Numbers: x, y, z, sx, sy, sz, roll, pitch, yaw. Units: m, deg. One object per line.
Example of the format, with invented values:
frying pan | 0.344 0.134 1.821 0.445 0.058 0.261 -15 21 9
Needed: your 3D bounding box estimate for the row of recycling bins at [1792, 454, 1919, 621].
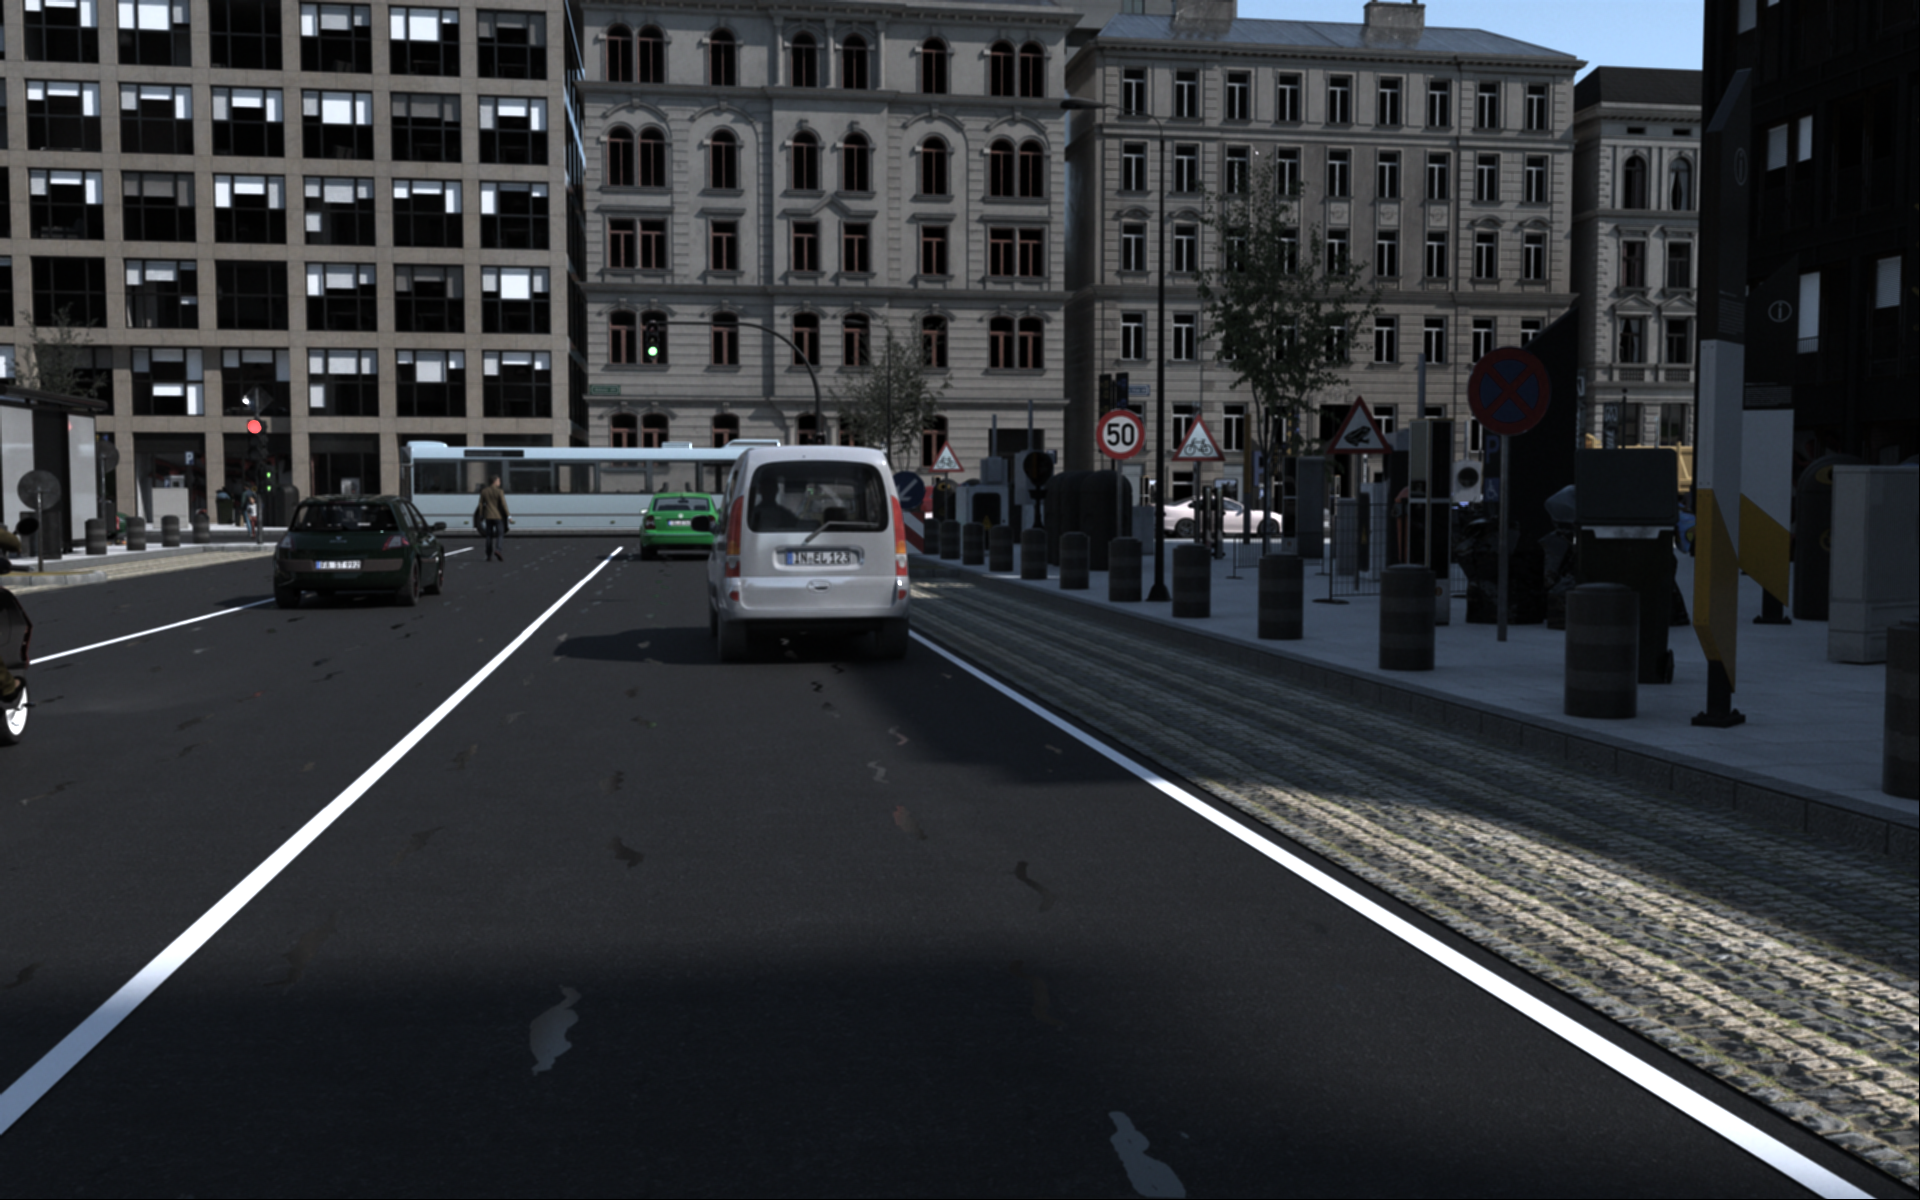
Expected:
row of recycling bins | 9.640 -0.579 16.584 1.069 1.692 3.534 -2 4 -27

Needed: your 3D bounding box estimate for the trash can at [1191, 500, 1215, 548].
trash can | 5.890 -1.814 41.306 0.748 1.137 0.748 0 3 0

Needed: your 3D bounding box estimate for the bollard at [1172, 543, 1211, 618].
bollard | 2.417 -0.205 18.076 0.404 0.777 0.398 0 3 0

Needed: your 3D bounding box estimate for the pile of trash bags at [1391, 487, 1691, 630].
pile of trash bags | 5.751 -0.491 17.787 1.912 1.369 3.447 -2 4 -31

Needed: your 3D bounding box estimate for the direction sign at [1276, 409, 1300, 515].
direction sign | 8.879 -3.322 46.318 0.379 3.537 0.876 2 4 34

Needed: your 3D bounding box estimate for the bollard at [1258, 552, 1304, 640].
bollard | 2.852 -0.042 15.397 0.404 0.777 0.398 0 3 0

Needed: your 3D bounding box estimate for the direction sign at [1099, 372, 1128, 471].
direction sign | 2.883 -2.483 32.597 0.379 3.537 0.876 -2 4 -32

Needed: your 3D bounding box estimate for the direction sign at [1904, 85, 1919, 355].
direction sign | 5.580 -1.063 9.385 0.379 3.537 0.876 -3 5 -42

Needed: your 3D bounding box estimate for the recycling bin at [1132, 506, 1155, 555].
recycling bin | 3.610 -1.465 36.511 0.722 1.027 0.722 -3 4 -37

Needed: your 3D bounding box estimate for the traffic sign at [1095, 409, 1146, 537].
traffic sign | 2.392 -1.581 25.956 0.768 2.556 0.104 0 4 -7

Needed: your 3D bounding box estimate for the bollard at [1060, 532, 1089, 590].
bollard | 1.549 -0.533 23.434 0.404 0.777 0.398 0 3 0

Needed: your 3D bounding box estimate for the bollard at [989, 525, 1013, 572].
bollard | 0.686 -0.861 28.794 0.404 0.777 0.398 0 3 0

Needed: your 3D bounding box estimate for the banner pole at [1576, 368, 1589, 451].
banner pole | 10.729 -2.485 30.641 0.401 3.779 0.863 -2 4 -32

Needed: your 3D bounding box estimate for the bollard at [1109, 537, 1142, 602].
bollard | 1.982 -0.369 20.755 0.404 0.777 0.398 0 3 0

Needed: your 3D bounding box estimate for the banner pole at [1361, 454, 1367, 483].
banner pole | 19.226 -5.657 82.505 0.401 3.779 0.863 3 4 37

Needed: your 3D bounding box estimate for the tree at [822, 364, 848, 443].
tree | -3.668 -7.712 76.452 4.360 8.622 3.978 0 3 0

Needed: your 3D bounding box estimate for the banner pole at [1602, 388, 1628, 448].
banner pole | 15.539 -3.123 41.082 0.401 3.779 0.863 -2 4 -28

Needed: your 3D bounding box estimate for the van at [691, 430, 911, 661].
van | -1.515 -0.572 16.367 2.013 2.044 4.112 -1 4 -10

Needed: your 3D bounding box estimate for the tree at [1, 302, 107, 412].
tree | -34.990 -7.115 66.689 4.360 8.622 3.978 0 3 0

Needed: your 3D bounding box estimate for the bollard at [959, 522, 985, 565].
bollard | 0.248 -1.025 31.473 0.404 0.777 0.398 0 3 0

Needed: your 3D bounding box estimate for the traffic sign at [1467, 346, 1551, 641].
traffic sign | 4.734 -0.914 15.051 0.768 2.556 0.104 -1 4 -8

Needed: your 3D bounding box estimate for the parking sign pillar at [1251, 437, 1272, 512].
parking sign pillar | 13.573 -5.513 78.613 1.447 3.967 1.447 -3 4 -37

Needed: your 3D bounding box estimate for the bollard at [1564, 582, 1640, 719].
bollard | 3.718 0.286 10.040 0.404 0.777 0.398 0 3 0

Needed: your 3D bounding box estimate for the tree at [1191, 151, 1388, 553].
tree | 6.788 -5.327 37.461 4.737 8.622 4.395 0 3 0

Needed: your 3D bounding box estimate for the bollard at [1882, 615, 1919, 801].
bollard | 4.156 0.450 7.362 0.404 0.777 0.398 0 3 0

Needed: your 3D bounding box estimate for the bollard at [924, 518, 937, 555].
bollard | -0.622 -1.353 36.845 0.404 0.777 0.398 0 3 0

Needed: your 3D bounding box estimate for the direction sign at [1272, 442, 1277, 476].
direction sign | 13.881 -5.093 75.260 0.379 3.537 0.876 -3 4 -39

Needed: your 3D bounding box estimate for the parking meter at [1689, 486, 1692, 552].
parking meter | 16.246 -1.816 38.109 0.372 1.533 0.369 0 3 0

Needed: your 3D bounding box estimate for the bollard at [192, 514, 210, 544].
bollard | -19.534 -1.826 44.577 0.404 0.777 0.398 0 3 0

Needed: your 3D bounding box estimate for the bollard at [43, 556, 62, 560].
bollard | -17.791 -1.171 33.855 0.404 0.777 0.398 0 3 0

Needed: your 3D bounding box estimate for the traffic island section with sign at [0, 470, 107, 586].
traffic island section with sign | -14.892 -1.169 27.736 1.989 1.847 2.006 -1 4 -9

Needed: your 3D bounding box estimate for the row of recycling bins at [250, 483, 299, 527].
row of recycling bins | -26.926 -3.729 68.084 1.069 1.692 3.534 -3 5 -42

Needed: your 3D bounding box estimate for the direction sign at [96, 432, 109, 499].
direction sign | -31.297 -4.353 63.171 0.379 3.537 0.876 0 4 7

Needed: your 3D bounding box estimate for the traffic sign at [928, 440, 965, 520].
traffic sign | -0.332 -2.569 42.006 0.884 2.594 0.081 0 4 -2

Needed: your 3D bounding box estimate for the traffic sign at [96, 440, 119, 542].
traffic sign | -20.288 -2.502 41.012 0.768 2.556 0.104 0 4 -1

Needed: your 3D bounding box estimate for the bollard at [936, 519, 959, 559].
bollard | -0.189 -1.190 34.166 0.404 0.777 0.398 0 3 0

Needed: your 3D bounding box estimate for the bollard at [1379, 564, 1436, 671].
bollard | 3.284 0.122 12.718 0.404 0.777 0.398 0 3 0

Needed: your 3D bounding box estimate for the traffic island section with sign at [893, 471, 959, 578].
traffic island section with sign | -1.141 -1.320 30.216 1.989 1.847 2.006 -1 4 -9

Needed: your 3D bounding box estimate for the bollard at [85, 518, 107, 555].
bollard | -18.229 -1.334 36.534 0.404 0.777 0.398 0 3 0

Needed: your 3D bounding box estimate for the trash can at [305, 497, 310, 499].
trash can | -27.844 -3.860 74.761 0.748 1.137 0.748 0 3 0

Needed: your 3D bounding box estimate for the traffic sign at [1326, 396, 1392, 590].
traffic sign | 5.284 -1.407 23.008 0.884 2.594 0.081 0 4 -1

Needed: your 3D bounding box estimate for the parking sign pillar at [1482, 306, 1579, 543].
parking sign pillar | 8.196 -2.228 24.906 1.447 3.967 1.447 -1 4 -20

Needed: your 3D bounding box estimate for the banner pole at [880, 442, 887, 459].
banner pole | -3.102 -5.079 73.066 0.401 3.779 0.863 3 5 39

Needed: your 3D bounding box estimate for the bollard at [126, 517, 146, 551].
bollard | -18.665 -1.499 39.220 0.404 0.777 0.398 0 3 0

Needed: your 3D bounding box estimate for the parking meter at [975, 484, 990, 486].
parking meter | 0.541 -2.059 42.068 0.372 1.533 0.369 0 3 0

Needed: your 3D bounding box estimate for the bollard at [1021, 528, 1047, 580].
bollard | 1.117 -0.697 26.115 0.404 0.777 0.398 0 3 0

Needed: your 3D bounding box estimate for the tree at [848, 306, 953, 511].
tree | -2.240 -7.212 68.284 4.360 8.622 3.978 0 3 0

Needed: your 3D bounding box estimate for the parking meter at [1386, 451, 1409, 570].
parking meter | 5.933 -1.086 23.466 0.255 1.863 0.399 0 4 7

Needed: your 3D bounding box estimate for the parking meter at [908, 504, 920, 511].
parking meter | -1.257 -2.356 46.929 0.372 1.533 0.369 0 3 0

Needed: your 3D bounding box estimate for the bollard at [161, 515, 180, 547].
bollard | -19.099 -1.662 41.899 0.404 0.777 0.398 0 3 0

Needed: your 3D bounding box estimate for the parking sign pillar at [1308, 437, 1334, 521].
parking sign pillar | 17.097 -5.749 82.463 1.447 3.967 1.447 -1 4 -10

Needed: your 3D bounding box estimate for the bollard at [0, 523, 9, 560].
bollard | -17.355 -1.006 31.168 0.404 0.777 0.398 0 3 0

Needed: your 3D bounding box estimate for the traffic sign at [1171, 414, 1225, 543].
traffic sign | 3.871 -1.724 28.198 0.884 2.594 0.081 0 4 0

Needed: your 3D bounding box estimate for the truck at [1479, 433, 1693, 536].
truck | 21.276 -3.734 56.977 9.791 3.379 3.469 -1 4 -9

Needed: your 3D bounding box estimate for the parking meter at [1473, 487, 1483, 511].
parking meter | 14.672 -2.482 48.989 0.372 1.533 0.369 0 3 0
